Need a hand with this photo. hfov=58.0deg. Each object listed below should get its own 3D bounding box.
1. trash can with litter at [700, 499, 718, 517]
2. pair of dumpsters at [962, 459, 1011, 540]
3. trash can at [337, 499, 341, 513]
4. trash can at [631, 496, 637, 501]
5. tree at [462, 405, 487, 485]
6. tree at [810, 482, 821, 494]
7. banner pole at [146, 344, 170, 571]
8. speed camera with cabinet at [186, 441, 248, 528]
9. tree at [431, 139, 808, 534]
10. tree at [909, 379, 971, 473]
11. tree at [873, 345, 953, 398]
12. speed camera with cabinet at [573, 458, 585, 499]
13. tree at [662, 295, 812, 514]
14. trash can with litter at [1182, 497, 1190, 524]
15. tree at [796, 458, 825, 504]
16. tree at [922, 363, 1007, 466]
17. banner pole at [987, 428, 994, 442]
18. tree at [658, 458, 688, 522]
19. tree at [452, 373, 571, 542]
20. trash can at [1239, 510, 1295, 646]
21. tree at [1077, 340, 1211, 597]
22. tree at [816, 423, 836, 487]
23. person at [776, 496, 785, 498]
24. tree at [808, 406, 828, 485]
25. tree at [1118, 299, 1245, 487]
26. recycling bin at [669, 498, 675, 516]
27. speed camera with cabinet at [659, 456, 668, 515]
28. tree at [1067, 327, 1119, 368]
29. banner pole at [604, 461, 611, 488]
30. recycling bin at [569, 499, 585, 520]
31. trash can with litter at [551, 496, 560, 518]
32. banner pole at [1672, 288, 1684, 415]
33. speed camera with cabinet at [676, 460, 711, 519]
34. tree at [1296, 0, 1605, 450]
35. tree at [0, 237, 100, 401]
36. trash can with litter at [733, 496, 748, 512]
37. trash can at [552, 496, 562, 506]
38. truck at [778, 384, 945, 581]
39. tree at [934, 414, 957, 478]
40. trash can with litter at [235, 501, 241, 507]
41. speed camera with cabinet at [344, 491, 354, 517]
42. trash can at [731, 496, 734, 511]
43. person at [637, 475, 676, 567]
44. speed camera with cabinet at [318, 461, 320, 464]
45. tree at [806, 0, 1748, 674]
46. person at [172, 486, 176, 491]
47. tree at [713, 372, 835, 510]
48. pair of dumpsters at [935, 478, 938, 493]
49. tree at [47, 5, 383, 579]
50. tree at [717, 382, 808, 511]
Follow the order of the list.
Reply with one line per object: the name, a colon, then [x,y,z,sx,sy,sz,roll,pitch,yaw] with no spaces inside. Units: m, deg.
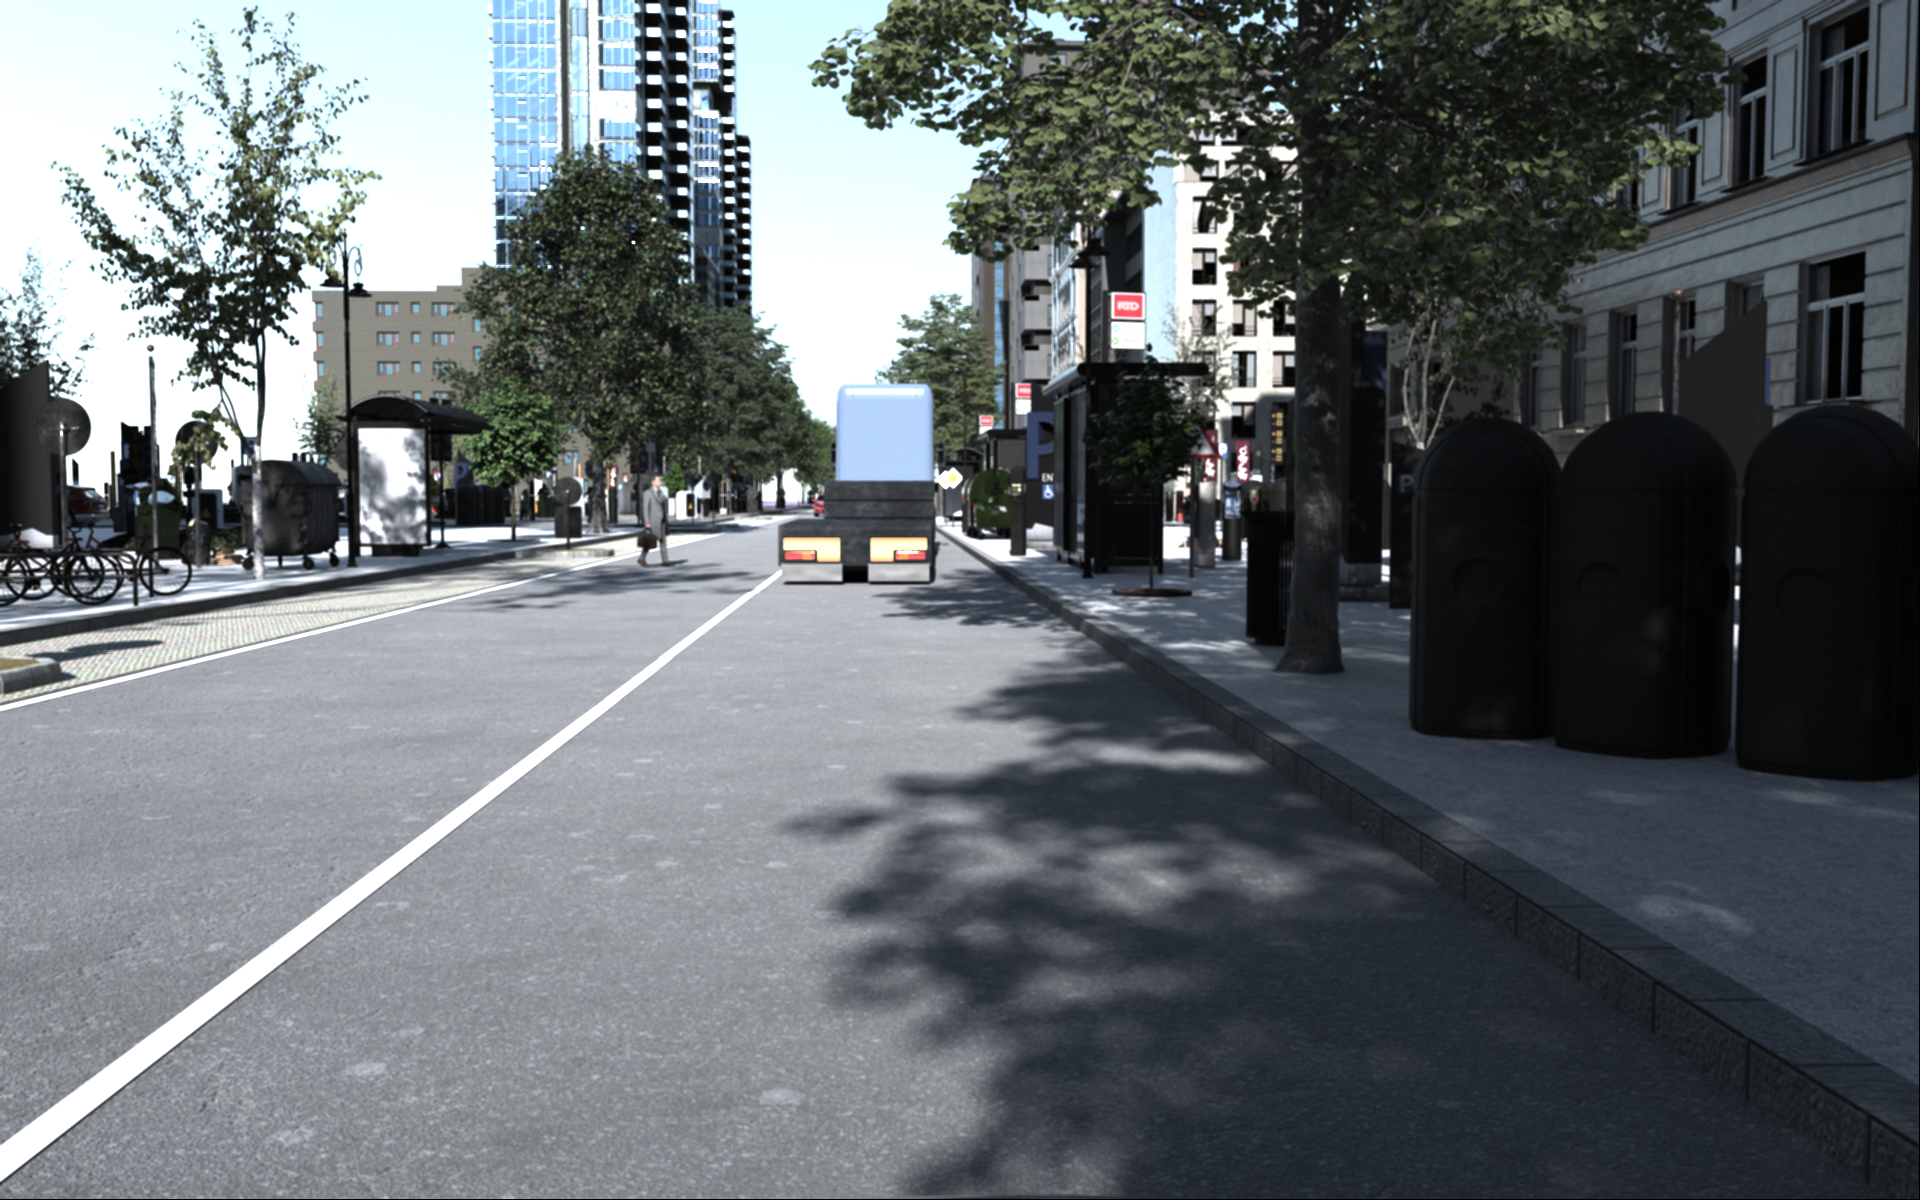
trash can with litter: [-14.285,-5.329,98.517,1.055,1.170,0.624,0,4,-5]
pair of dumpsters: [0.922,-2.930,50.401,1.574,2.255,4.437,0,4,-2]
trash can: [-48.136,-7.403,132.687,0.748,1.137,0.748,0,3,0]
trash can: [-22.783,-6.666,120.642,0.748,1.137,0.748,0,3,0]
tree: [-36.724,-10.646,124.417,4.737,8.622,4.395,0,3,0]
tree: [-21.455,-16.009,256.340,1.663,3.219,1.824,0,3,0]
banner pole: [-13.398,-2.374,28.828,0.401,3.779,0.863,-2,4,-30]
speed camera with cabinet: [-23.684,-3.746,55.576,2.038,3.252,0.660,-3,4,-36]
tree: [-11.857,-8.515,56.234,9.611,12.733,9.660,0,3,0]
tree: [-3.096,-15.753,167.925,12.009,13.543,11.850,0,3,0]
tree: [-3.966,-21.960,214.934,12.611,20.169,13.585,0,3,0]
speed camera with cabinet: [-20.947,-6.161,95.068,0.660,3.252,2.038,-1,4,-10]
tree: [-14.967,-12.455,110.294,9.857,13.997,8.962,0,3,0]
trash can with litter: [10.034,-3.844,74.236,1.055,1.170,0.624,2,4,32]
tree: [-19.875,-16.777,224.665,4.360,8.622,3.978,0,3,0]
tree: [-1.214,-11.043,114.973,8.767,10.594,7.601,0,4,-3]
banner pole: [1.168,-4.646,65.977,0.401,3.779,0.863,-2,4,-24]
tree: [-13.227,-5.282,80.965,1.663,3.219,1.824,0,3,0]
tree: [-12.300,-3.886,47.251,4.285,4.588,4.351,0,3,0]
trash can: [2.758,-0.193,14.817,0.748,1.137,0.748,0,3,0]
tree: [2.303,-1.675,21.986,1.663,3.219,1.824,0,3,0]
tree: [-23.462,-24.423,305.974,9.857,13.997,8.962,0,3,0]
person: [-23.488,-13.298,226.653,1.217,1.736,0.721,0,4,-6]
tree: [-17.202,-15.062,163.277,9.611,12.733,9.660,0,3,0]
tree: [8.626,-6.985,64.570,4.360,8.622,3.978,0,3,0]
recycling bin: [-16.970,-5.580,103.783,0.722,1.027,0.722,3,5,42]
speed camera with cabinet: [-15.910,-5.905,90.886,0.660,3.252,2.038,-2,4,-28]
tree: [5.732,-7.665,75.678,4.360,8.622,3.978,0,3,0]
banner pole: [-15.780,-5.335,77.250,0.863,3.779,0.401,2,4,35]
recycling bin: [-19.128,-4.499,86.114,0.722,1.027,0.722,-3,4,-37]
trash can with litter: [-22.157,-5.102,94.802,0.624,1.170,1.055,0,4,-5]
banner pole: [8.661,-1.894,20.984,0.401,3.779,0.863,1,4,20]
speed camera with cabinet: [-13.619,-5.763,88.563,0.660,3.252,2.038,2,4,33]
tree: [6.927,-4.569,25.067,4.360,8.622,3.978,0,3,0]
tree: [-27.281,-6.109,50.250,4.360,8.622,3.978,0,3,0]
trash can with litter: [-15.862,-6.998,125.802,1.055,1.170,0.624,2,4,30]
trash can: [-24.057,-5.603,103.257,0.748,1.137,0.748,0,3,0]
truck: [-1.765,-2.860,36.528,2.967,4.110,18.799,0,4,-1]
tree: [-1.291,-10.896,128.511,4.737,8.622,4.395,0,3,0]
trash can with litter: [-49.765,-6.659,119.924,2.233,1.210,1.678,1,4,14]
speed camera with cabinet: [-29.964,-5.689,87.350,2.038,3.252,0.660,0,4,4]
trash can: [-15.031,-6.161,112.388,0.748,1.137,0.748,0,3,0]
person: [-5.991,-1.563,34.160,0.767,1.812,0.694,2,4,27]
speed camera with cabinet: [-38.457,-6.669,103.377,0.660,3.252,2.038,-1,4,-22]
tree: [2.479,-5.779,12.610,7.486,12.596,7.792,0,3,0]
person: [-30.512,-3.545,67.136,0.731,1.740,0.598,0,4,8]
tree: [-16.437,-13.147,140.712,9.928,11.665,9.643,0,3,0]
pair of dumpsters: [-1.312,-6.298,105.471,1.574,2.255,4.437,0,4,-3]
tree: [-10.817,-4.620,25.893,4.737,8.622,4.395,0,3,0]
tree: [-15.343,-12.024,131.009,8.767,10.594,7.601,3,5,39]
